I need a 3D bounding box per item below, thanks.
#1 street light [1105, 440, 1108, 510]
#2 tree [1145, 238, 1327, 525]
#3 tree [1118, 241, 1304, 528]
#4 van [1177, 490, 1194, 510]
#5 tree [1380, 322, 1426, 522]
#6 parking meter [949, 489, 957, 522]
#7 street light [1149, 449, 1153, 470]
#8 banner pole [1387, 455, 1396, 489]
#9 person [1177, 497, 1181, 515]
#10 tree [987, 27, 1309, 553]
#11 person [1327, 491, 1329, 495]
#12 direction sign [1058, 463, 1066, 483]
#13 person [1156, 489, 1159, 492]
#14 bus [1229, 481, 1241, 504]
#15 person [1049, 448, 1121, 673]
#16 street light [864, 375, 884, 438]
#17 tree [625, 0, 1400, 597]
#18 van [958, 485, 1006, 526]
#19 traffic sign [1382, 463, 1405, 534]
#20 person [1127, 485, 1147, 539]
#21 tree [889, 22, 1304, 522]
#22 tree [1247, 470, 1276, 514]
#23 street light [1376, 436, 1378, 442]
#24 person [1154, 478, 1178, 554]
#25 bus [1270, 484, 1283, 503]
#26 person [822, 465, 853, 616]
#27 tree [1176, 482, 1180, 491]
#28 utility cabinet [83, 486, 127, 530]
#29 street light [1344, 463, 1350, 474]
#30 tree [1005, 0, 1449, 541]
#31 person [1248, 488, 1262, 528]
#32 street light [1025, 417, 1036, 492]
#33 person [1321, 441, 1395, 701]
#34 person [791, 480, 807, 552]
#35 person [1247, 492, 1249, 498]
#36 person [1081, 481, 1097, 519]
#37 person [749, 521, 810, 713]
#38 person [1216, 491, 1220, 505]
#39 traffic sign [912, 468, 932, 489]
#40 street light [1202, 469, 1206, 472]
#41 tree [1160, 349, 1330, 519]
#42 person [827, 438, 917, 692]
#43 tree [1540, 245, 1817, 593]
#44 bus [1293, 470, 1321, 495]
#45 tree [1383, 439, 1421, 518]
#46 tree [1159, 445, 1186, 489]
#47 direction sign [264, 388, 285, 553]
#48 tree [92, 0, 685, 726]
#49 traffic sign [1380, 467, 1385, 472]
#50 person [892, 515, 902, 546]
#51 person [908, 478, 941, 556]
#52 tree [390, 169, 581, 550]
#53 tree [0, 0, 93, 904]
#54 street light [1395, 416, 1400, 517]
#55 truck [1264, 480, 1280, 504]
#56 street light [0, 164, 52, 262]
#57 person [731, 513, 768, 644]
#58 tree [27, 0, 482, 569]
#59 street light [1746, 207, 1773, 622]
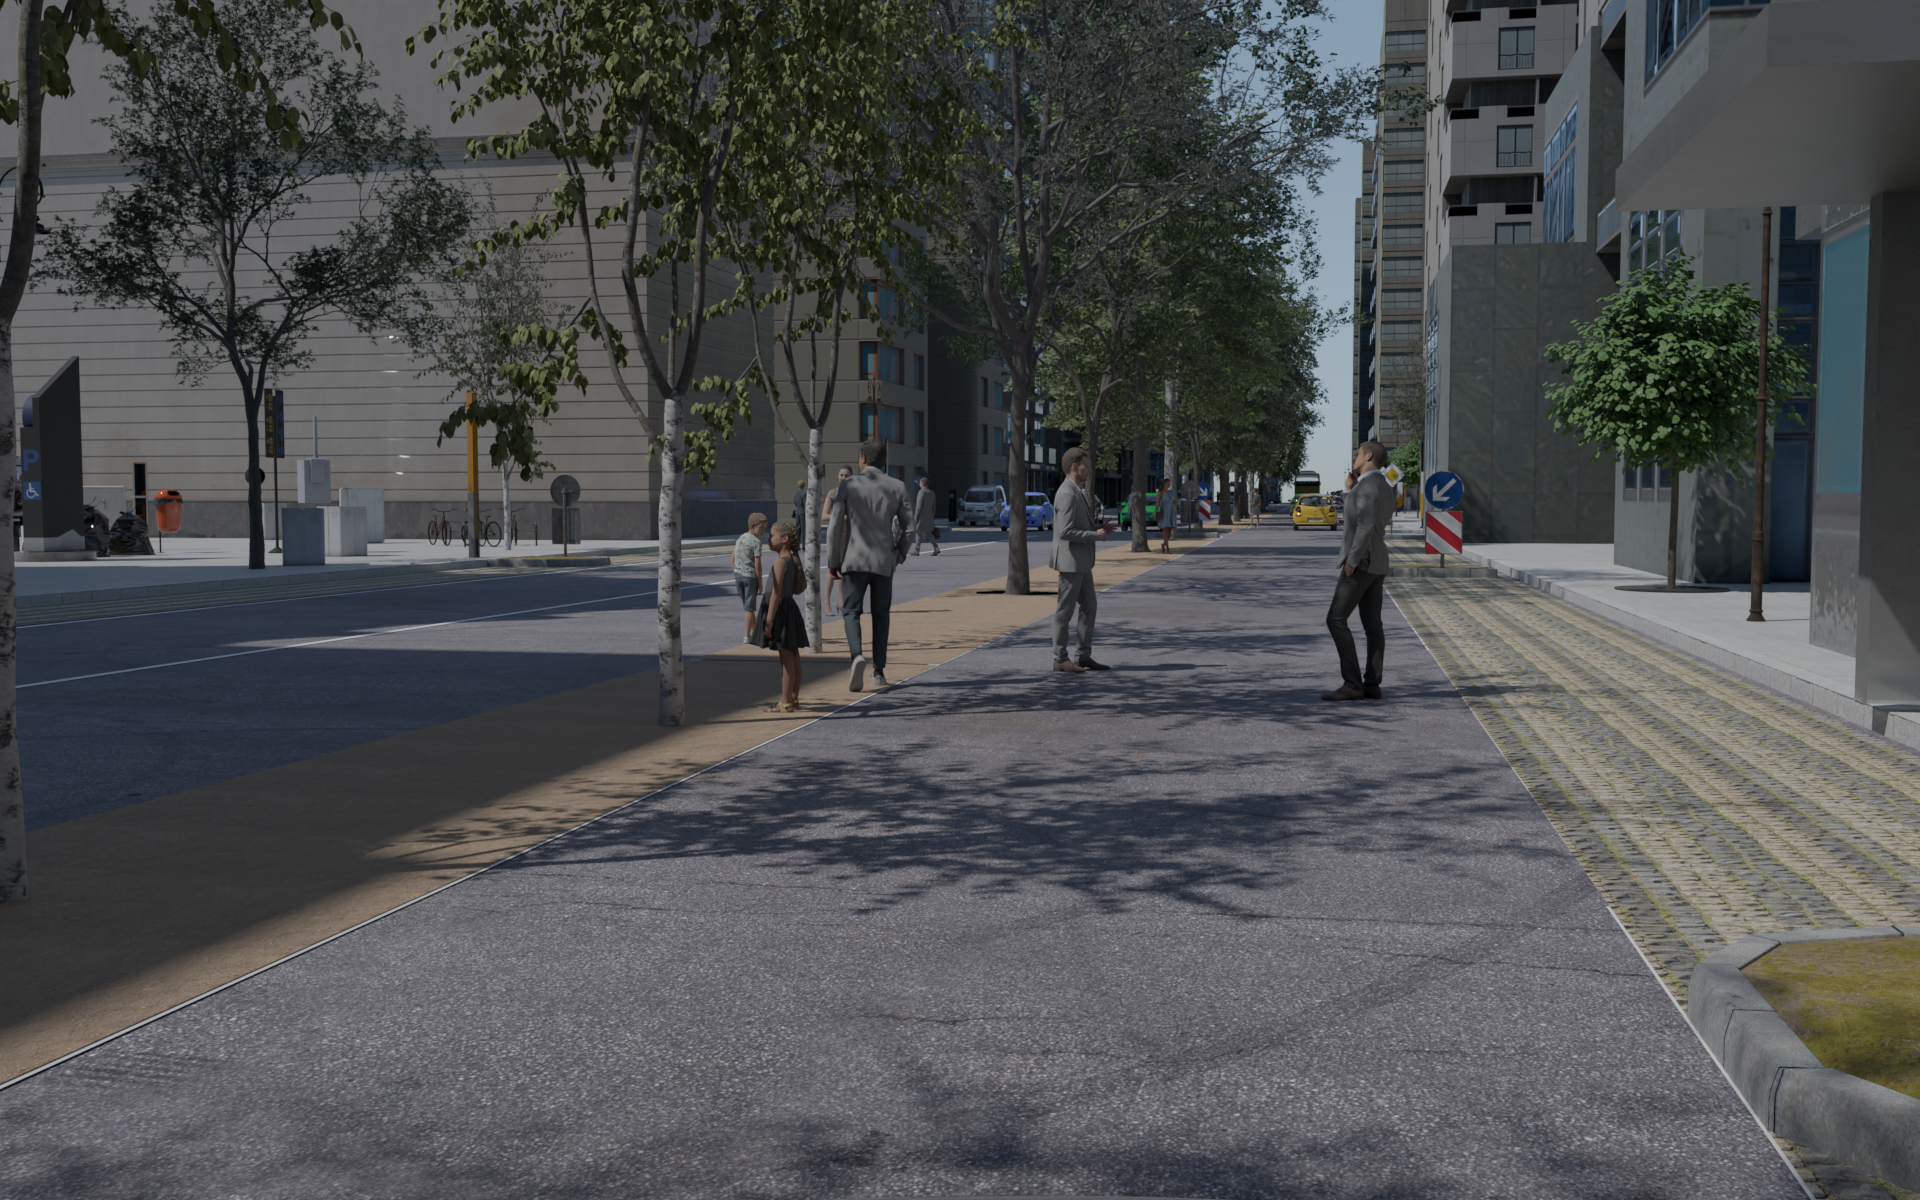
[{"bbox_3d":[12.103,-10.365,142.249,0.468,5.910,1.993,1,4,12],"label":"street light"},{"bbox_3d":[12.227,-10.410,79.310,9.857,13.997,8.962,0,3,0],"label":"tree"},{"bbox_3d":[9.344,-8.574,68.394,9.928,11.665,9.643,0,3,0],"label":"tree"},{"bbox_3d":[20.523,-9.277,158.692,2.013,2.044,4.112,1,4,11],"label":"van"},{"bbox_3d":[19.687,-7.434,71.909,4.360,8.622,3.978,0,3,0],"label":"tree"},{"bbox_3d":[-0.341,-4.348,79.497,0.372,1.533,0.369,0,3,0],"label":"parking meter"},{"bbox_3d":[19.799,-12.633,179.341,0.468,5.910,1.993,1,4,12],"label":"street light"},{"bbox_3d":[27.710,-7.423,111.375,0.401,3.779,0.863,-3,5,-43],"label":"banner pole"},{"bbox_3d":[14.972,-6.414,118.388,0.382,1.210,0.505,2,4,35],"label":"person"},{"bbox_3d":[4.413,-7.398,41.541,7.486,12.596,7.792,0,3,0],"label":"tree"},{"bbox_3d":[62.174,-17.427,293.063,1.348,1.869,0.705,-2,4,-25],"label":"person"},{"bbox_3d":[7.674,-8.287,127.489,0.876,3.537,0.379,0,4,-7],"label":"direction sign"},{"bbox_3d":[12.760,-6.308,112.050,0.576,1.772,0.534,1,4,13],"label":"person"},{"bbox_3d":[38.842,-15.176,242.985,2.948,3.499,13.247,1,4,10],"label":"bus"},{"bbox_3d":[1.002,-0.320,13.930,0.583,1.804,0.606,0,4,6],"label":"person"},{"bbox_3d":[-3.334,-5.782,67.328,0.468,5.910,1.993,1,4,12],"label":"street light"},{"bbox_3d":[0.823,-6.822,24.367,12.009,13.543,11.850,0,3,0],"label":"tree"},{"bbox_3d":[1.018,-4.325,77.724,2.013,2.044,4.112,1,4,11],"label":"van"},{"bbox_3d":[13.806,-3.164,55.373,0.795,2.450,0.064,1,4,12],"label":"traffic sign"},{"bbox_3d":[5.733,-2.822,55.313,0.598,1.740,0.731,3,5,41],"label":"person"},{"bbox_3d":[2.475,-5.954,34.212,8.767,10.594,7.601,1,4,12],"label":"tree"},{"bbox_3d":[17.920,-9.415,106.762,4.360,8.622,3.978,0,3,0],"label":"tree"},{"bbox_3d":[32.463,-9.920,134.982,0.468,5.910,1.993,1,4,12],"label":"street light"},{"bbox_3d":[4.884,-2.003,41.338,0.616,1.811,0.778,-1,4,-13],"label":"person"},{"bbox_3d":[52.162,-17.911,287.703,2.948,3.499,13.247,1,4,12],"label":"bus"},{"bbox_3d":[-1.398,-0.714,20.518,0.599,1.781,0.374,-3,5,-42],"label":"person"},{"bbox_3d":[27.500,-13.938,222.482,1.663,3.219,1.824,0,3,0],"label":"tree"},{"bbox_3d":[-22.996,-2.306,46.390,1.173,1.500,0.318,-1,4,-9],"label":"utility cabinet"},{"bbox_3d":[57.064,-17.224,254.400,0.468,5.910,1.993,1,4,12],"label":"street light"},{"bbox_3d":[7.417,-11.787,51.058,12.611,20.169,13.585,0,3,0],"label":"tree"},{"bbox_3d":[12.377,-3.848,72.419,0.522,1.701,0.512,3,5,39],"label":"person"},{"bbox_3d":[4.221,-8.030,104.072,0.468,5.910,1.993,1,4,12],"label":"street light"},{"bbox_3d":[2.789,-0.210,12.113,0.473,1.802,0.592,3,5,44],"label":"person"},{"bbox_3d":[-3.929,-2.075,42.850,0.576,1.772,0.534,1,4,22],"label":"person"},{"bbox_3d":[41.782,-14.769,250.709,1.217,1.736,0.721,1,4,13],"label":"person"},{"bbox_3d":[3.362,-2.339,47.022,0.678,1.792,0.850,-1,4,-9],"label":"person"},{"bbox_3d":[-1.180,0.114,11.310,0.373,1.253,0.362,1,4,14],"label":"person"},{"bbox_3d":[32.563,-12.858,218.869,0.705,1.807,1.348,-1,4,-17],"label":"person"},{"bbox_3d":[-1.459,-3.856,66.695,0.795,2.450,0.064,1,4,12],"label":"traffic sign"},{"bbox_3d":[36.824,-17.655,261.449,0.468,5.910,1.993,1,4,12],"label":"street light"},{"bbox_3d":[16.400,-11.025,99.729,9.611,12.733,9.660,0,3,0],"label":"tree"},{"bbox_3d":[-0.642,-0.266,12.691,0.661,1.843,0.795,0,4,-7],"label":"person"},{"bbox_3d":[9.518,-2.396,22.894,4.285,4.588,4.351,0,3,0],"label":"tree"},{"bbox_3d":[36.097,-11.531,180.083,2.896,3.916,12.252,1,4,11],"label":"bus"},{"bbox_3d":[24.438,-6.621,91.965,4.285,4.588,4.351,0,3,0],"label":"tree"},{"bbox_3d":[26.898,-16.255,216.138,4.737,8.622,4.395,0,3,0],"label":"tree"},{"bbox_3d":[-14.822,-2.783,37.507,0.379,3.537,0.876,0,4,3],"label":"direction sign"},{"bbox_3d":[-1.772,-3.538,10.663,4.737,8.622,4.395,0,3,0],"label":"tree"},{"bbox_3d":[15.425,-3.642,63.193,0.795,2.450,0.064,1,4,12],"label":"traffic sign"},{"bbox_3d":[-1.269,-1.160,32.155,0.352,1.250,0.332,-2,4,-31],"label":"person"},{"bbox_3d":[-0.825,-1.925,40.074,0.767,1.812,0.694,3,4,36],"label":"person"},{"bbox_3d":[-10.436,-5.434,39.203,4.360,8.622,3.978,0,3,0],"label":"tree"},{"bbox_3d":[-3.355,-3.256,6.059,4.737,8.622,4.395,0,3,0],"label":"tree"},{"bbox_3d":[24.803,-7.674,98.260,0.468,5.910,1.993,1,4,12],"label":"street light"},{"bbox_3d":[47.312,-16.757,263.727,2.967,4.110,18.799,1,4,11],"label":"truck"},{"bbox_3d":[-12.646,-3.056,22.761,0.468,5.910,1.993,1,4,12],"label":"street light"},{"bbox_3d":[-2.022,-0.213,16.663,0.352,1.250,0.332,-1,4,-12],"label":"person"},{"bbox_3d":[-11.945,-5.826,29.669,8.767,10.594,7.601,1,4,11],"label":"tree"},{"bbox_3d":[8.026,-2.722,17.287,0.468,5.910,1.993,1,4,12],"label":"street light"}]
